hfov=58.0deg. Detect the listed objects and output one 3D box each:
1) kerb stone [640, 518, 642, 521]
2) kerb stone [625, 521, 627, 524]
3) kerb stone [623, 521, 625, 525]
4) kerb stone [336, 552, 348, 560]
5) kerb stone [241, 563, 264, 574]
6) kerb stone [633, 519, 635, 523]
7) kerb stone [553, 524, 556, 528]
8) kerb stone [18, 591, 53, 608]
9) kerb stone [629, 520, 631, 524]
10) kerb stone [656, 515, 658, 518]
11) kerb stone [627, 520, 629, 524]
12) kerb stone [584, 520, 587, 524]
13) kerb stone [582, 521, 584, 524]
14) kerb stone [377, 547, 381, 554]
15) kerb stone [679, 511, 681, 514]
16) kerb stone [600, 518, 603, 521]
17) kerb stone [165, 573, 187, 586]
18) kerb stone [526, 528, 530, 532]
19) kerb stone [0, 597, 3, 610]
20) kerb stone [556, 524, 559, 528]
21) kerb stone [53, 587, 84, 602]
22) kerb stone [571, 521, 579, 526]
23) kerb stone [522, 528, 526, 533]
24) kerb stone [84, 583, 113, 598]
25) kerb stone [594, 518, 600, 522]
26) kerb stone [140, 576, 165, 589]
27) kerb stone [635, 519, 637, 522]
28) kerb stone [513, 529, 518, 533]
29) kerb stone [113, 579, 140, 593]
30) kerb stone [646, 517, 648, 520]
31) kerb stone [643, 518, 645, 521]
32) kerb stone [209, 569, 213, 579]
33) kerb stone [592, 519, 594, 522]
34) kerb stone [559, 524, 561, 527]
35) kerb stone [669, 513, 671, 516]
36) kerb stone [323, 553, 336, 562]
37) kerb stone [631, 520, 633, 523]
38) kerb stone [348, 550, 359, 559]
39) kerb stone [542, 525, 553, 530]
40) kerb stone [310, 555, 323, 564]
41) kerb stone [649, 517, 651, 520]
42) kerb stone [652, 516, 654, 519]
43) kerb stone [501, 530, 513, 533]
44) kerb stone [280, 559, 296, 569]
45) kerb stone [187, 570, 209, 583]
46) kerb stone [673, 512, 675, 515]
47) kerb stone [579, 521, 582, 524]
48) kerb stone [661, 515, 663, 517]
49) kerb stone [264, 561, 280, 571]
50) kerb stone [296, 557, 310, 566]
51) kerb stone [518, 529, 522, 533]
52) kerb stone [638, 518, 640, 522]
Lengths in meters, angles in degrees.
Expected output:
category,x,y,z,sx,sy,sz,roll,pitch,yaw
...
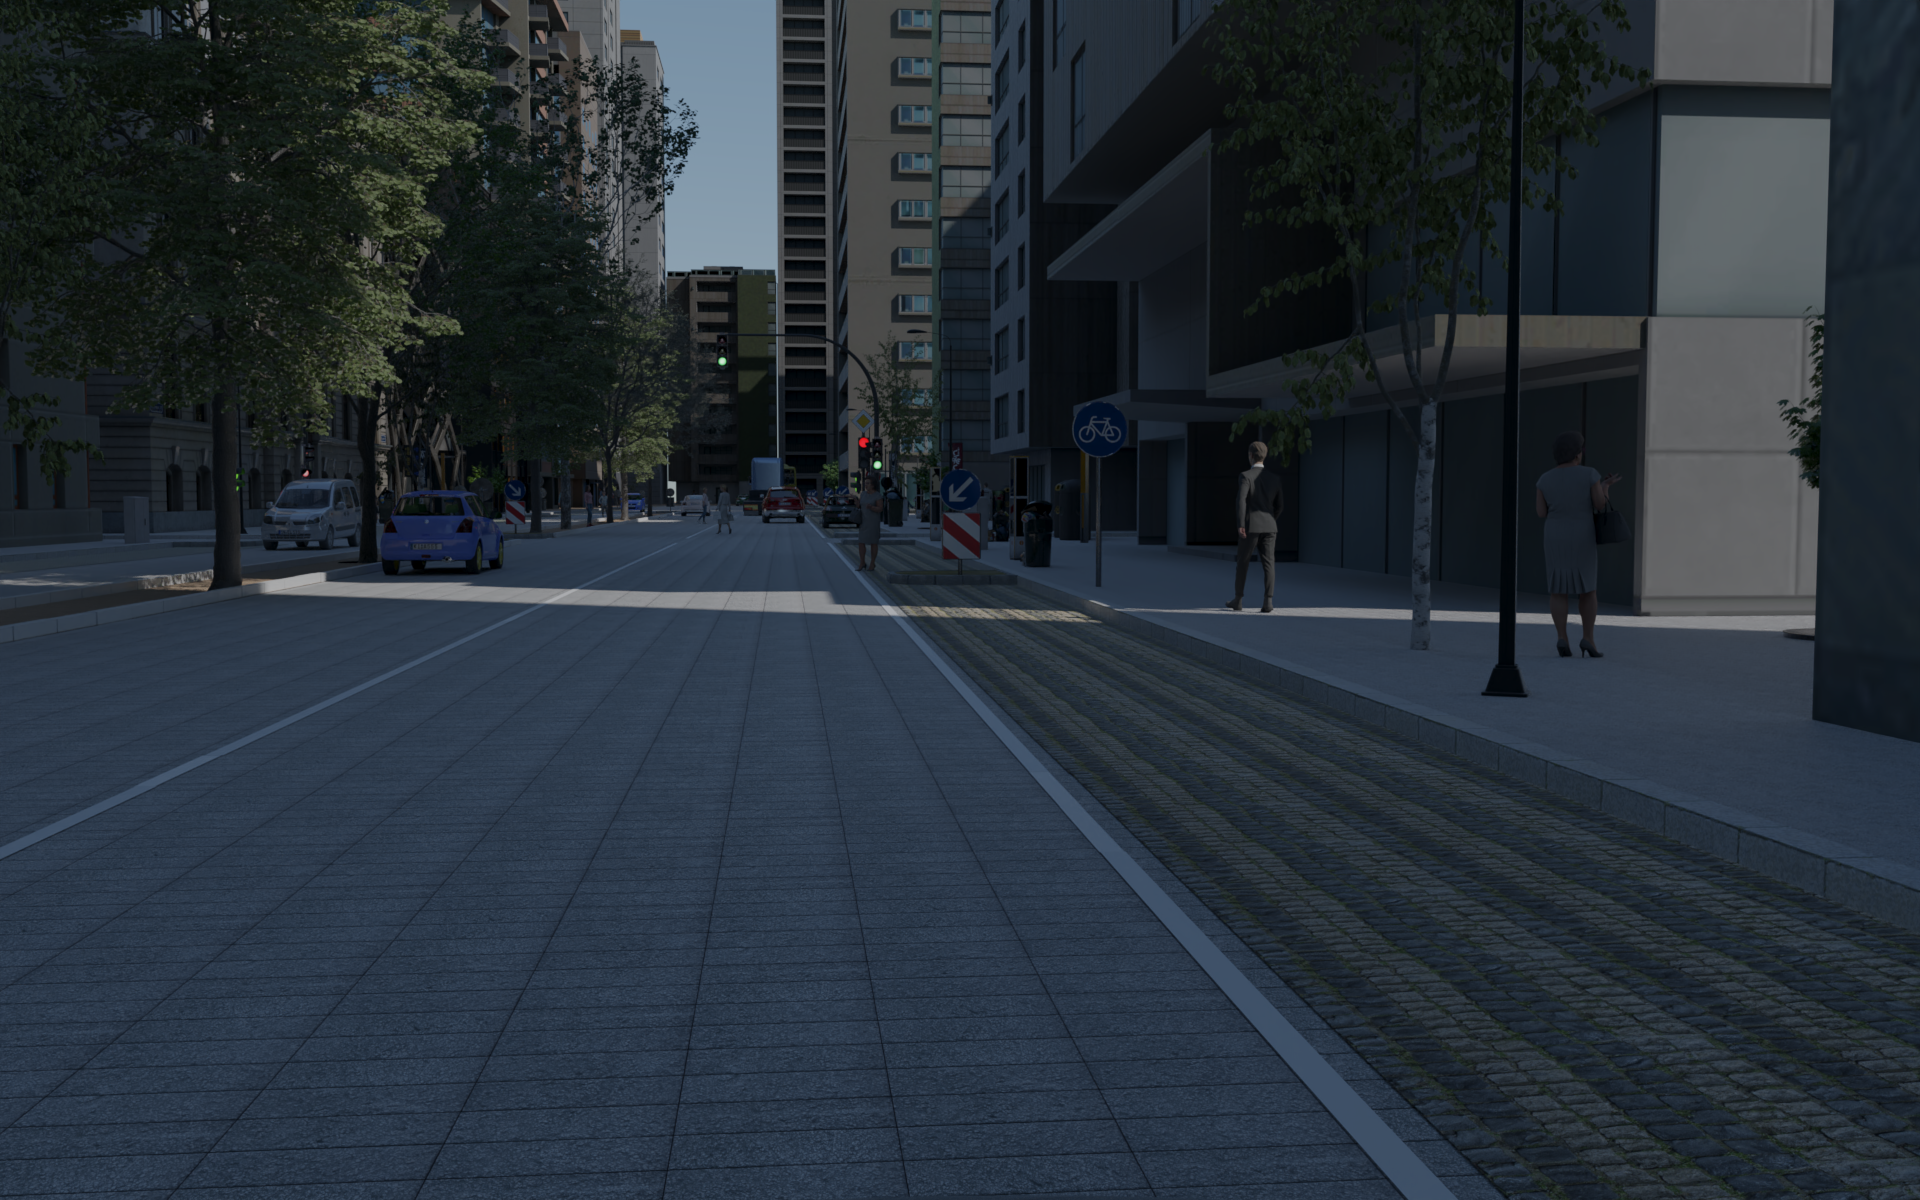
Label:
category,x,y,z,sx,sy,sz,roll,pitch,yaw
kerb stone,-16.637,-4.100,89.234,0.120,0.150,1.000,0,4,-6
kerb stone,-15.802,-3.601,81.074,0.120,0.150,1.000,0,4,-6
kerb stone,-15.700,-3.538,80.045,0.120,0.150,1.000,0,4,-6
kerb stone,-13.468,-0.933,37.445,0.120,0.150,1.000,0,4,-6
kerb stone,-12.852,-0.559,31.336,0.120,0.150,1.000,0,4,-6
kerb stone,-16.218,-3.851,85.158,0.120,0.150,1.000,0,4,-6
kerb stone,-16.956,-3.022,71.662,0.120,0.150,1.000,0,4,-6
kerb stone,-11.908,0.005,22.141,0.120,0.150,1.000,0,4,-6
kerb stone,-16.014,-3.726,83.119,0.120,0.150,1.000,0,4,-6
kerb stone,-17.771,-4.783,100.445,0.120,0.150,1.000,0,4,-6
kerb stone,-15.912,-3.663,82.090,0.120,0.150,1.000,0,4,-6
kerb stone,-18.092,-3.713,82.905,0.120,0.150,1.000,0,4,-6
kerb stone,-18.000,-3.647,81.876,0.120,0.150,1.000,0,4,-6
kerb stone,-13.880,-1.183,41.534,0.120,0.150,1.000,0,4,-6
kerb stone,-20.068,-6.158,122.900,0.120,0.150,1.000,0,4,-6
kerb stone,-18.830,-4.149,90.050,0.120,0.150,1.000,0,4,-6
kerb stone,-12.433,-0.306,27.254,0.120,0.150,1.000,0,4,-6
kerb stone,-16.224,-2.589,64.525,0.120,0.150,1.000,0,4,-6
kerb stone,-11.811,0.066,21.124,0.120,0.150,1.000,0,4,-6
kerb stone,-17.060,-3.089,72.698,0.120,0.150,1.000,0,4,-6
kerb stone,-12.016,-0.059,23.167,0.120,0.150,1.000,0,4,-6
kerb stone,-17.783,-3.526,79.840,0.120,0.150,1.000,0,4,-6
kerb stone,-16.127,-2.520,63.507,0.120,0.150,1.000,0,4,-6
kerb stone,-12.115,-0.120,24.185,0.120,0.150,1.000,0,4,-6
kerb stone,-18.731,-4.088,89.033,0.120,0.150,1.000,0,4,-6
kerb stone,-12.325,-0.245,26.226,0.120,0.150,1.000,0,4,-6
kerb stone,-16.324,-3.912,86.181,0.120,0.150,1.000,0,4,-6
kerb stone,-15.923,-2.402,61.467,0.120,0.150,1.000,0,4,-6
kerb stone,-12.221,-0.184,25.201,0.120,0.150,1.000,0,4,-6
kerb stone,-17.050,-4.346,93.313,0.120,0.150,1.000,0,4,-6
kerb stone,-16.842,-4.225,91.276,0.120,0.150,1.000,0,4,-6
kerb stone,-12.641,-0.435,29.301,0.120,0.150,1.000,0,4,-6
kerb stone,-18.417,-3.900,85.964,0.120,0.150,1.000,0,4,-6
kerb stone,-17.165,-3.145,73.715,0.120,0.150,1.000,0,4,-6
kerb stone,-18.922,-5.473,111.678,0.120,0.150,1.000,0,4,-6
kerb stone,-13.365,-0.870,36.424,0.120,0.150,1.000,0,4,-6
kerb stone,-16.113,-3.788,84.137,0.120,0.150,1.000,0,4,-6
kerb stone,-13.573,-0.995,38.469,0.120,0.150,1.000,0,4,-6
kerb stone,-16.850,-2.955,70.643,0.120,0.150,1.000,0,4,-6
kerb stone,-13.264,-0.808,35.403,0.120,0.150,1.000,0,4,-6
kerb stone,-17.254,-4.475,95.360,0.120,0.150,1.000,0,4,-6
kerb stone,-17.466,-4.599,97.393,0.120,0.150,1.000,0,4,-6
kerb stone,-15.811,-2.337,60.441,0.120,0.150,1.000,0,4,-6
kerb stone,-13.049,-0.683,33.370,0.120,0.150,1.000,0,4,-6
kerb stone,-12.529,-0.372,28.279,0.120,0.150,1.000,0,4,-6
kerb stone,-19.342,-5.723,115.767,0.120,0.150,1.000,0,4,-6
kerb stone,-17.892,-3.588,80.859,0.120,0.150,1.000,0,4,-6
kerb stone,-18.193,-5.035,104.518,0.120,0.150,1.000,0,4,-6
kerb stone,-12.953,-0.621,32.353,0.120,0.150,1.000,0,4,-6
kerb stone,-13.155,-0.746,34.387,0.120,0.150,1.000,0,4,-6
kerb stone,-16.016,-2.465,62.491,0.120,0.150,1.000,0,4,-6
kerb stone,-16.530,-4.034,88.216,0.120,0.150,1.000,0,4,-6
